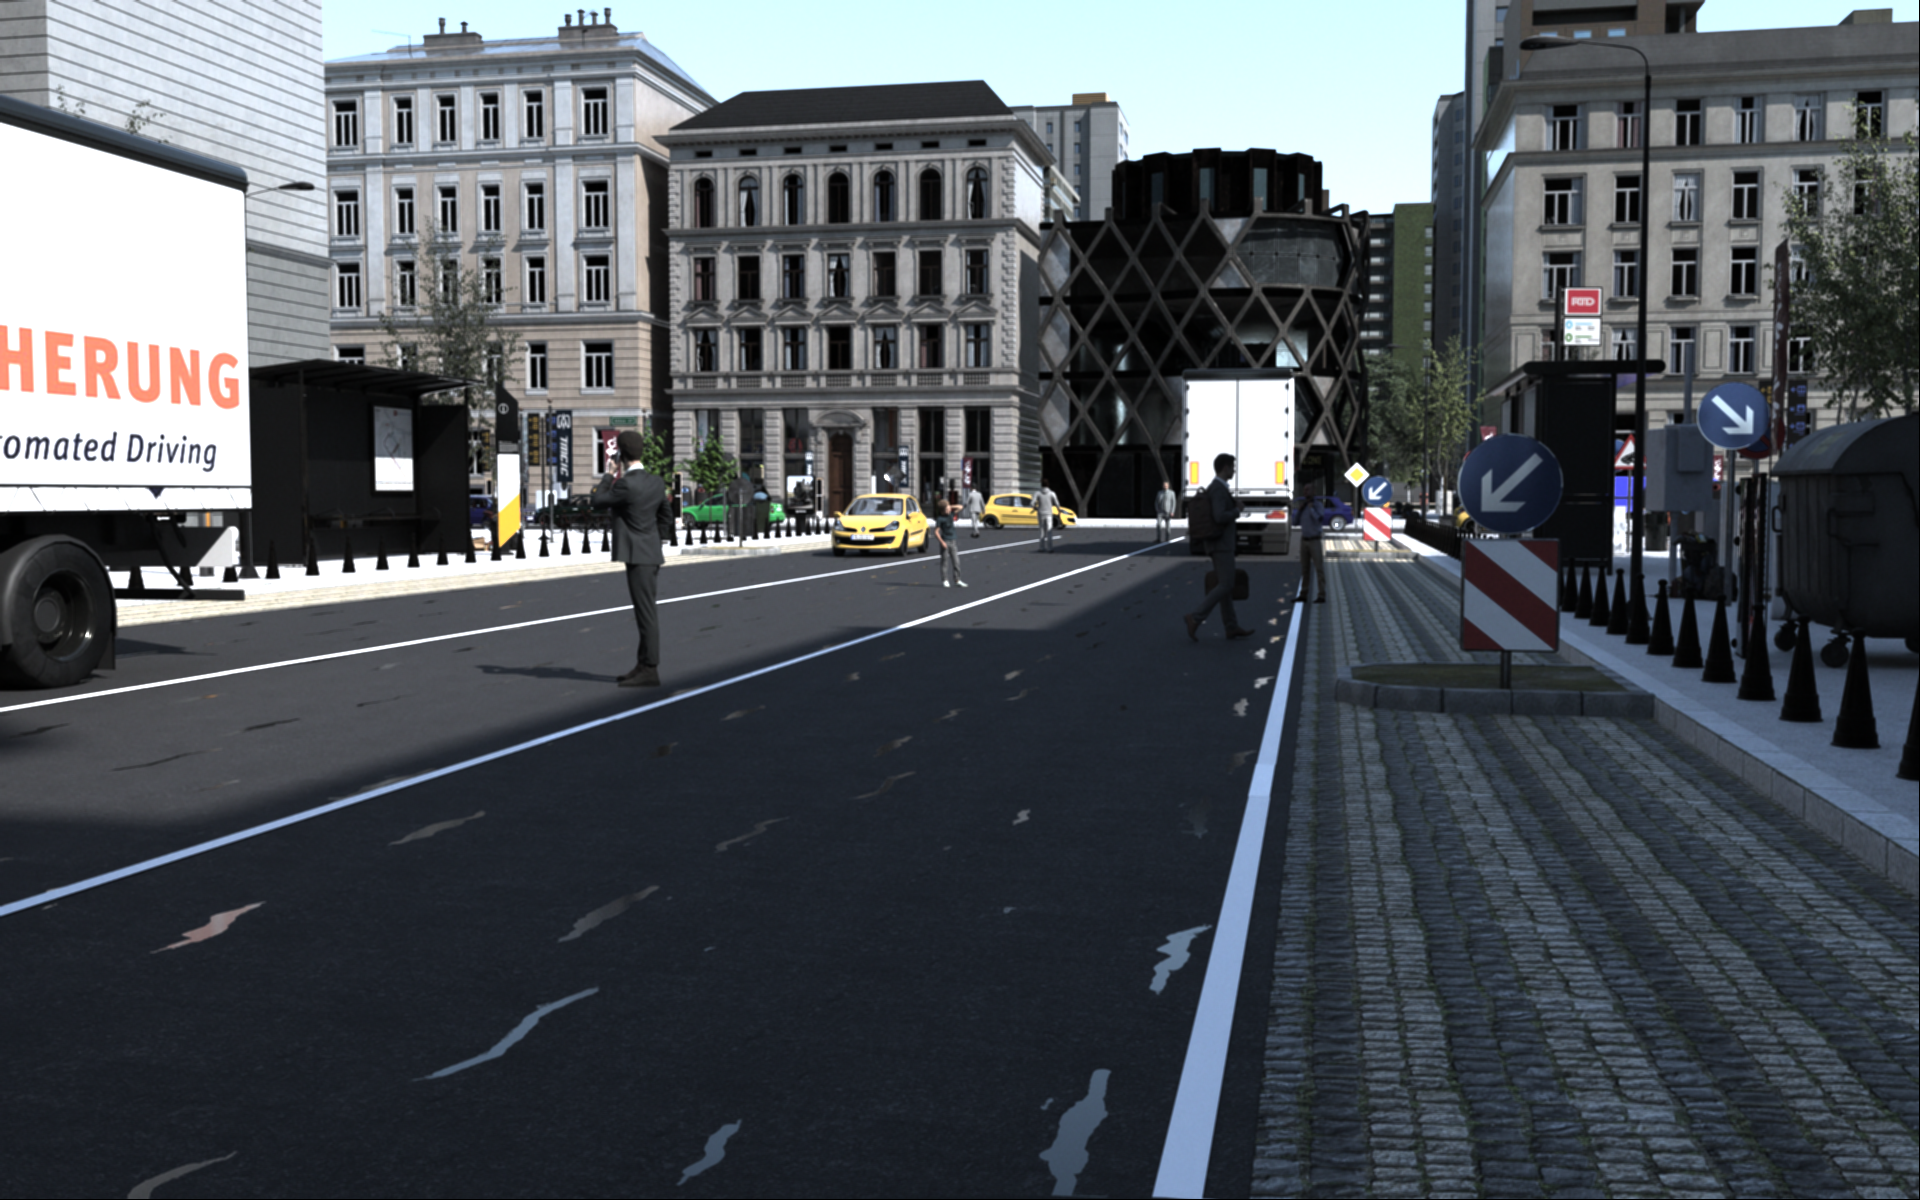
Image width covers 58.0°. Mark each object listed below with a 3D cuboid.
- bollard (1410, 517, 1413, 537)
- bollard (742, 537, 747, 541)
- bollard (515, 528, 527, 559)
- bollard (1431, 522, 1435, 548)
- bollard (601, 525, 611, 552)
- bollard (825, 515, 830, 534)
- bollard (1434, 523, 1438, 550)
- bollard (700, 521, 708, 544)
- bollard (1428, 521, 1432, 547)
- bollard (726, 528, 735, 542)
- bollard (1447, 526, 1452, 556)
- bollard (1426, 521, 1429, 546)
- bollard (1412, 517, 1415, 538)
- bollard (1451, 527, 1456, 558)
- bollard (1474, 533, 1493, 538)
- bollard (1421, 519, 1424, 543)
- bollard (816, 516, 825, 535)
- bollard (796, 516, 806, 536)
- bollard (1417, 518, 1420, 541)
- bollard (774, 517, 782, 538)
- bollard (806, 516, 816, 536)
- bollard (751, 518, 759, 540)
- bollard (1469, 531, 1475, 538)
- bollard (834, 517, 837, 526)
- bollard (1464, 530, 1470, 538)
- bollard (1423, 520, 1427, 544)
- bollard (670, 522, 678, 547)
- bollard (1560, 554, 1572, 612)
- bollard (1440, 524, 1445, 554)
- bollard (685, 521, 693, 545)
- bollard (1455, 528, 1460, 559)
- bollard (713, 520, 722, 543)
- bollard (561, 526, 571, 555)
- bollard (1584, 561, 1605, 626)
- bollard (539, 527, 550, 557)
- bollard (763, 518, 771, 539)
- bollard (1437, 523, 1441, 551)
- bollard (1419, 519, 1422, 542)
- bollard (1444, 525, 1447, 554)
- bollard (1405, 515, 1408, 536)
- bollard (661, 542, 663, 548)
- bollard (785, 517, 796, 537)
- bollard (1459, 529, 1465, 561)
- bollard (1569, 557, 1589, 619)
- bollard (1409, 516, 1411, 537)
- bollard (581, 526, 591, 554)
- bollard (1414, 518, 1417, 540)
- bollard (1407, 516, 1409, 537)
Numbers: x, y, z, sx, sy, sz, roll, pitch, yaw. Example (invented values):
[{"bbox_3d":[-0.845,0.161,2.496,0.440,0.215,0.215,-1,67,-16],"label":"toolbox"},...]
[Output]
[{"bbox_3d":[12.991,-2.027,49.187,0.229,0.601,0.229,0,3,0],"label":"bollard"},{"bbox_3d":[-5.948,-1.924,47.492,0.229,0.601,0.229,0,3,0],"label":"bollard"},{"bbox_3d":[-8.706,-1.117,34.302,0.229,0.601,0.229,0,3,0],"label":"bollard"},{"bbox_3d":[11.098,-1.472,40.112,0.229,0.601,0.229,0,3,0],"label":"bollard"},{"bbox_3d":[-7.855,-1.366,38.373,0.229,0.601,0.229,0,3,0],"label":"bollard"},{"bbox_3d":[-4.264,-2.417,55.559,0.229,0.601,0.229,0,3,0],"label":"bollard"},{"bbox_3d":[10.889,-1.411,39.105,0.229,0.601,0.229,0,3,0],"label":"bollard"},{"bbox_3d":[-6.584,-1.738,44.457,0.229,0.601,0.229,0,3,0],"label":"bollard"},{"bbox_3d":[11.309,-1.534,41.117,0.229,0.601,0.229,0,3,0],"label":"bollard"},{"bbox_3d":[-6.163,-1.861,46.467,0.229,0.601,0.229,0,3,0],"label":"bollard"},{"bbox_3d":[10.041,-1.163,35.057,0.229,0.601,0.229,0,3,0],"label":"bollard"},{"bbox_3d":[11.517,-1.595,42.122,0.229,0.601,0.229,0,3,0],"label":"bollard"},{"bbox_3d":[12.783,-1.965,48.172,0.229,0.601,0.229,0,3,0],"label":"bollard"},{"bbox_3d":[9.836,-1.101,34.051,0.229,0.601,0.229,0,3,0],"label":"bollard"},{"bbox_3d":[8.781,-0.793,28.999,0.229,0.601,0.229,0,3,0],"label":"bollard"},{"bbox_3d":[11.939,-1.718,44.132,0.229,0.601,0.229,0,3,0],"label":"bollard"},{"bbox_3d":[-4.475,-2.356,54.554,0.229,0.601,0.229,0,3,0],"label":"bollard"},{"bbox_3d":[-4.895,-2.233,52.544,0.229,0.601,0.229,0,3,0],"label":"bollard"},{"bbox_3d":[12.359,-1.841,46.142,0.229,0.601,0.229,0,3,0],"label":"bollard"},{"bbox_3d":[-5.311,-2.109,50.522,0.229,0.601,0.229,0,3,0],"label":"bollard"},{"bbox_3d":[-4.686,-2.294,53.549,0.229,0.601,0.229,0,3,0],"label":"bollard"},{"bbox_3d":[-5.737,-1.986,48.510,0.229,0.601,0.229,0,3,0],"label":"bollard"},{"bbox_3d":[8.991,-0.854,30.009,0.229,0.601,0.229,0,3,0],"label":"bollard"},{"bbox_3d":[-4.055,-2.478,56.564,0.229,0.601,0.229,0,3,0],"label":"bollard"},{"bbox_3d":[9.197,-0.916,31.015,0.229,0.601,0.229,0,3,0],"label":"bollard"},{"bbox_3d":[11.730,-1.657,43.127,0.229,0.601,0.229,0,3,0],"label":"bollard"},{"bbox_3d":[-7.008,-1.613,42.420,0.229,0.601,0.229,0,3,0],"label":"bollard"},{"bbox_3d":[6.668,-0.174,18.891,0.229,0.601,0.229,0,3,0],"label":"bollard"},{"bbox_3d":[10.465,-1.286,37.066,0.229,0.601,0.229,0,3,0],"label":"bollard"},{"bbox_3d":[-6.795,-1.675,43.424,0.229,0.601,0.229,0,3,0],"label":"bollard"},{"bbox_3d":[9.623,-1.039,33.035,0.229,0.601,0.229,0,3,0],"label":"bollard"},{"bbox_3d":[-6.370,-1.799,45.462,0.229,0.601,0.229,0,3,0],"label":"bollard"},{"bbox_3d":[-8.274,-1.241,36.338,0.229,0.601,0.229,0,3,0],"label":"bollard"},{"bbox_3d":[6.251,-0.051,16.880,0.229,0.601,0.229,0,3,0],"label":"bollard"},{"bbox_3d":[-8.488,-1.180,35.334,0.229,0.601,0.229,0,3,0],"label":"bollard"},{"bbox_3d":[-5.524,-2.047,49.517,0.229,0.601,0.229,0,3,0],"label":"bollard"},{"bbox_3d":[10.676,-1.348,38.082,0.229,0.601,0.229,0,3,0],"label":"bollard"},{"bbox_3d":[12.148,-1.780,45.137,0.229,0.601,0.229,0,3,0],"label":"bollard"},{"bbox_3d":[10.258,-1.224,36.060,0.229,0.601,0.229,0,3,0],"label":"bollard"},{"bbox_3d":[13.633,-2.213,52.221,0.229,0.601,0.229,0,3,0],"label":"bollard"},{"bbox_3d":[-7.216,-1.551,41.408,0.229,0.601,0.229,0,3,0],"label":"bollard"},{"bbox_3d":[-5.102,-2.171,51.538,0.229,0.601,0.229,0,3,0],"label":"bollard"},{"bbox_3d":[9.409,-0.978,32.031,0.229,0.601,0.229,0,3,0],"label":"bollard"},{"bbox_3d":[6.462,-0.113,17.885,0.229,0.601,0.229,0,3,0],"label":"bollard"},{"bbox_3d":[13.207,-2.089,50.203,0.229,0.601,0.229,0,3,0],"label":"bollard"},{"bbox_3d":[-8.066,-1.304,37.357,0.229,0.601,0.229,0,3,0],"label":"bollard"},{"bbox_3d":[12.569,-1.902,47.147,0.229,0.601,0.229,0,3,0],"label":"bollard"},{"bbox_3d":[13.419,-2.151,51.217,0.229,0.601,0.229,0,3,0],"label":"bollard"}]
